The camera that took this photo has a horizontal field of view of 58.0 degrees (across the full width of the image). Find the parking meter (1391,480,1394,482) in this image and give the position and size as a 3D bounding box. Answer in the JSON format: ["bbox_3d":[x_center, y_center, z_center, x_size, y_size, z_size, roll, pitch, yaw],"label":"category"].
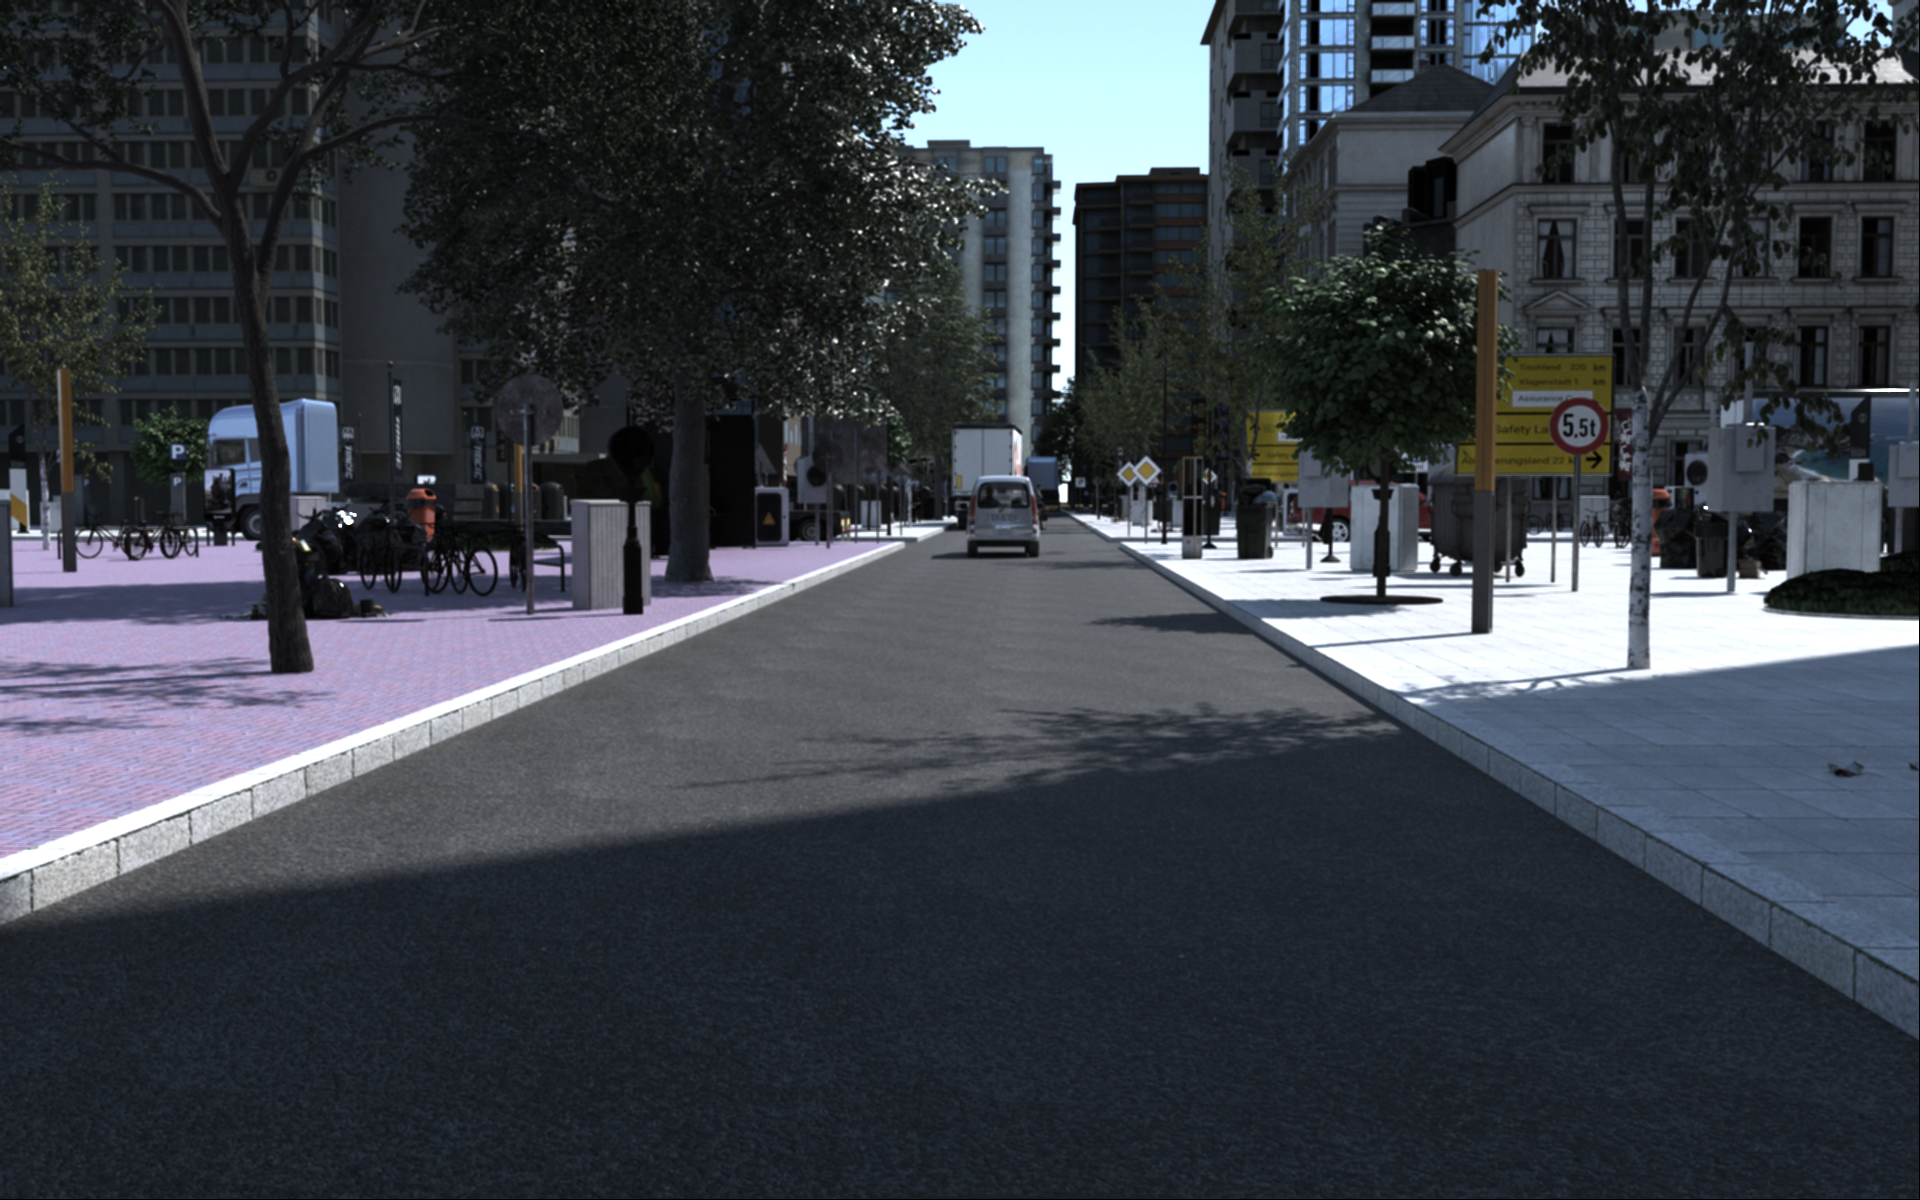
[{"bbox_3d":[15.135,-3.395,61.220,0.399,1.863,0.255,2,4,34],"label":"parking meter"}]

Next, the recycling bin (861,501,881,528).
[{"bbox_3d":[-3.398,-3.264,65.923,0.722,1.027,0.722,0,4,-8],"label":"recycling bin"}]

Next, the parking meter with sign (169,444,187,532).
[{"bbox_3d":[-26.890,-3.868,59.505,0.543,3.016,1.738,-1,4,-21],"label":"parking meter with sign"}]

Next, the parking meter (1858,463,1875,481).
[{"bbox_3d":[17.005,-1.641,32.537,0.255,1.863,0.399,2,4,33],"label":"parking meter"}]

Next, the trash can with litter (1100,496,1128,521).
[{"bbox_3d":[7.752,-4.357,82.294,1.678,1.210,2.233,1,4,12],"label":"trash can with litter"}]

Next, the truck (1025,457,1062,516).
[{"bbox_3d":[5.599,-7.903,118.979,2.967,4.110,18.799,0,4,3],"label":"truck"}]

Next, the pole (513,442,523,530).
[{"bbox_3d":[-10.524,-2.900,41.255,0.158,3.312,0.155,0,3,0],"label":"pole"}]

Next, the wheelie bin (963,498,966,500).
[{"bbox_3d":[0.468,-7.145,124.736,0.693,1.594,0.980,0,4,5],"label":"wheelie bin"}]

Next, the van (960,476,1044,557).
[{"bbox_3d":[0.992,-2.064,40.754,2.013,2.044,4.112,0,4,0],"label":"van"}]

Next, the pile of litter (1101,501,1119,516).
[{"bbox_3d":[8.938,-5.285,100.367,1.719,0.858,1.176,-1,4,-13],"label":"pile of litter"}]

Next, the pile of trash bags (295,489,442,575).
[{"bbox_3d":[-9.677,-1.172,28.908,1.912,1.369,3.447,1,4,10],"label":"pile of trash bags"}]

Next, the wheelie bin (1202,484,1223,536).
[{"bbox_3d":[7.725,-2.805,53.769,0.693,1.594,0.980,-2,4,-24],"label":"wheelie bin"}]

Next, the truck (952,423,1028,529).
[{"bbox_3d":[1.328,-5.217,74.219,2.839,4.237,11.283,0,4,4],"label":"truck"}]

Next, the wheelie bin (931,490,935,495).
[{"bbox_3d":[-2.035,-6.849,119.890,0.693,1.594,0.980,-1,4,-12],"label":"wheelie bin"}]

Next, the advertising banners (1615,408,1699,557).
[{"bbox_3d":[14.244,-2.403,35.475,2.074,3.025,0.090,-1,4,-17],"label":"advertising banners"}]

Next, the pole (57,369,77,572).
[{"bbox_3d":[-14.653,-2.114,28.414,0.158,3.312,0.155,0,3,0],"label":"pole"}]

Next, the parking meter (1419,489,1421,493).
[{"bbox_3d":[19.738,-4.064,74.857,0.372,1.533,0.369,0,3,0],"label":"parking meter"}]

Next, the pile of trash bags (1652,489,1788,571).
[{"bbox_3d":[13.017,-1.262,30.382,1.912,1.369,3.447,-1,4,-13],"label":"pile of trash bags"}]

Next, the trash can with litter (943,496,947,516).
[{"bbox_3d":[-1.302,-5.301,98.066,1.055,1.170,0.624,-1,4,-10],"label":"trash can with litter"}]

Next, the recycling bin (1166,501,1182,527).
[{"bbox_3d":[8.296,-3.327,66.955,0.722,1.027,0.722,0,4,-7],"label":"recycling bin"}]

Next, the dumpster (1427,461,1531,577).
[{"bbox_3d":[8.263,-1.336,27.597,1.264,1.857,1.865,0,4,2],"label":"dumpster"}]

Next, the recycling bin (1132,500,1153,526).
[{"bbox_3d":[7.424,-3.544,70.492,0.722,1.027,0.722,1,4,18],"label":"recycling bin"}]

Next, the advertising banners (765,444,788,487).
[{"bbox_3d":[-6.337,-3.915,60.194,0.090,3.025,2.074,1,4,15],"label":"advertising banners"}]

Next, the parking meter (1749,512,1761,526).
[{"bbox_3d":[19.030,-2.012,41.300,0.372,1.533,0.369,0,3,0],"label":"parking meter"}]

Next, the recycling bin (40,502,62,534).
[{"bbox_3d":[-29.499,-2.683,56.419,0.722,1.027,0.722,-1,4,-20],"label":"recycling bin"}]

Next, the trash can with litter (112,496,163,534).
[{"bbox_3d":[-26.922,-2.778,56.483,1.678,1.210,2.233,-1,4,-16],"label":"trash can with litter"}]

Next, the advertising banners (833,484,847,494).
[{"bbox_3d":[-6.352,-5.971,93.807,0.090,3.025,2.074,2,4,32],"label":"advertising banners"}]

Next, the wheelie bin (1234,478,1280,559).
[{"bbox_3d":[5.873,-1.620,34.393,0.980,1.594,0.693,2,4,25],"label":"wheelie bin"}]

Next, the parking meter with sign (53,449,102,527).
[{"bbox_3d":[-33.991,-4.316,66.819,1.738,3.016,0.543,1,4,13],"label":"parking meter with sign"}]

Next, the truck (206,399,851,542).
[{"bbox_3d":[-12.594,-3.652,49.462,18.799,4.110,2.967,0,4,3],"label":"truck"}]

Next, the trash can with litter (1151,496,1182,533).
[{"bbox_3d":[7.292,-2.881,58.166,2.233,1.210,1.678,-1,4,-21],"label":"trash can with litter"}]

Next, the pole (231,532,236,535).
[{"bbox_3d":[-22.883,-3.707,54.456,0.158,3.312,0.155,0,3,0],"label":"pole"}]

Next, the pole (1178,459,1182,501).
[{"bbox_3d":[12.776,-6.521,100.454,0.158,3.312,0.155,0,3,0],"label":"pole"}]

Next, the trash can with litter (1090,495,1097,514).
[{"bbox_3d":[8.802,-6.010,109.316,1.678,1.210,2.233,1,4,11],"label":"trash can with litter"}]

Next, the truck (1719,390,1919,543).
[{"bbox_3d":[27.022,-3.590,47.608,11.283,4.237,2.839,0,4,4],"label":"truck"}]

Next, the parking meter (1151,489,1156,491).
[{"bbox_3d":[12.901,-6.706,115.360,0.399,1.863,0.255,0,4,-5],"label":"parking meter"}]

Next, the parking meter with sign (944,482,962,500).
[{"bbox_3d":[-0.681,-7.017,110.989,1.738,3.016,0.543,1,4,13],"label":"parking meter with sign"}]

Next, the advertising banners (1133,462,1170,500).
[{"bbox_3d":[10.417,-6.008,94.413,2.074,3.025,0.090,-1,4,-8],"label":"advertising banners"}]

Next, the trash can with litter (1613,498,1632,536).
[{"bbox_3d":[20.455,-2.525,52.670,1.055,1.170,0.624,-1,4,-22],"label":"trash can with litter"}]

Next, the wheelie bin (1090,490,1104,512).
[{"bbox_3d":[9.683,-7.007,122.471,0.980,1.594,0.693,-1,4,-9],"label":"wheelie bin"}]

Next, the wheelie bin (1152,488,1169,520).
[{"bbox_3d":[9.896,-4.730,85.238,0.693,1.594,0.980,2,4,35],"label":"wheelie bin"}]

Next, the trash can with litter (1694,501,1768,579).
[{"bbox_3d":[11.848,-0.931,26.610,1.055,1.170,0.624,2,4,32],"label":"trash can with litter"}]

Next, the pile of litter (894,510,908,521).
[{"bbox_3d":[-2.694,-4.159,81.964,1.176,0.858,1.719,1,4,18],"label":"pile of litter"}]

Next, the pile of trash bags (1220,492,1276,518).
[{"bbox_3d":[15.378,-5.070,92.654,3.447,1.369,1.912,1,4,19],"label":"pile of trash bags"}]

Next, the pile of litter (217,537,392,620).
[{"bbox_3d":[-6.876,-0.257,18.165,1.719,0.858,1.176,1,4,16],"label":"pile of litter"}]

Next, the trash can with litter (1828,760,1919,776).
[{"bbox_3d":[4.973,0.226,7.355,2.233,1.210,1.678,3,5,43],"label":"trash can with litter"}]

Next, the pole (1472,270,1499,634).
[{"bbox_3d":[4.828,-1.350,15.917,0.158,3.312,0.155,0,3,0],"label":"pole"}]

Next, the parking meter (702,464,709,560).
[{"bbox_3d":[-5.126,-1.720,33.829,0.399,1.863,0.255,2,4,29],"label":"parking meter"}]
